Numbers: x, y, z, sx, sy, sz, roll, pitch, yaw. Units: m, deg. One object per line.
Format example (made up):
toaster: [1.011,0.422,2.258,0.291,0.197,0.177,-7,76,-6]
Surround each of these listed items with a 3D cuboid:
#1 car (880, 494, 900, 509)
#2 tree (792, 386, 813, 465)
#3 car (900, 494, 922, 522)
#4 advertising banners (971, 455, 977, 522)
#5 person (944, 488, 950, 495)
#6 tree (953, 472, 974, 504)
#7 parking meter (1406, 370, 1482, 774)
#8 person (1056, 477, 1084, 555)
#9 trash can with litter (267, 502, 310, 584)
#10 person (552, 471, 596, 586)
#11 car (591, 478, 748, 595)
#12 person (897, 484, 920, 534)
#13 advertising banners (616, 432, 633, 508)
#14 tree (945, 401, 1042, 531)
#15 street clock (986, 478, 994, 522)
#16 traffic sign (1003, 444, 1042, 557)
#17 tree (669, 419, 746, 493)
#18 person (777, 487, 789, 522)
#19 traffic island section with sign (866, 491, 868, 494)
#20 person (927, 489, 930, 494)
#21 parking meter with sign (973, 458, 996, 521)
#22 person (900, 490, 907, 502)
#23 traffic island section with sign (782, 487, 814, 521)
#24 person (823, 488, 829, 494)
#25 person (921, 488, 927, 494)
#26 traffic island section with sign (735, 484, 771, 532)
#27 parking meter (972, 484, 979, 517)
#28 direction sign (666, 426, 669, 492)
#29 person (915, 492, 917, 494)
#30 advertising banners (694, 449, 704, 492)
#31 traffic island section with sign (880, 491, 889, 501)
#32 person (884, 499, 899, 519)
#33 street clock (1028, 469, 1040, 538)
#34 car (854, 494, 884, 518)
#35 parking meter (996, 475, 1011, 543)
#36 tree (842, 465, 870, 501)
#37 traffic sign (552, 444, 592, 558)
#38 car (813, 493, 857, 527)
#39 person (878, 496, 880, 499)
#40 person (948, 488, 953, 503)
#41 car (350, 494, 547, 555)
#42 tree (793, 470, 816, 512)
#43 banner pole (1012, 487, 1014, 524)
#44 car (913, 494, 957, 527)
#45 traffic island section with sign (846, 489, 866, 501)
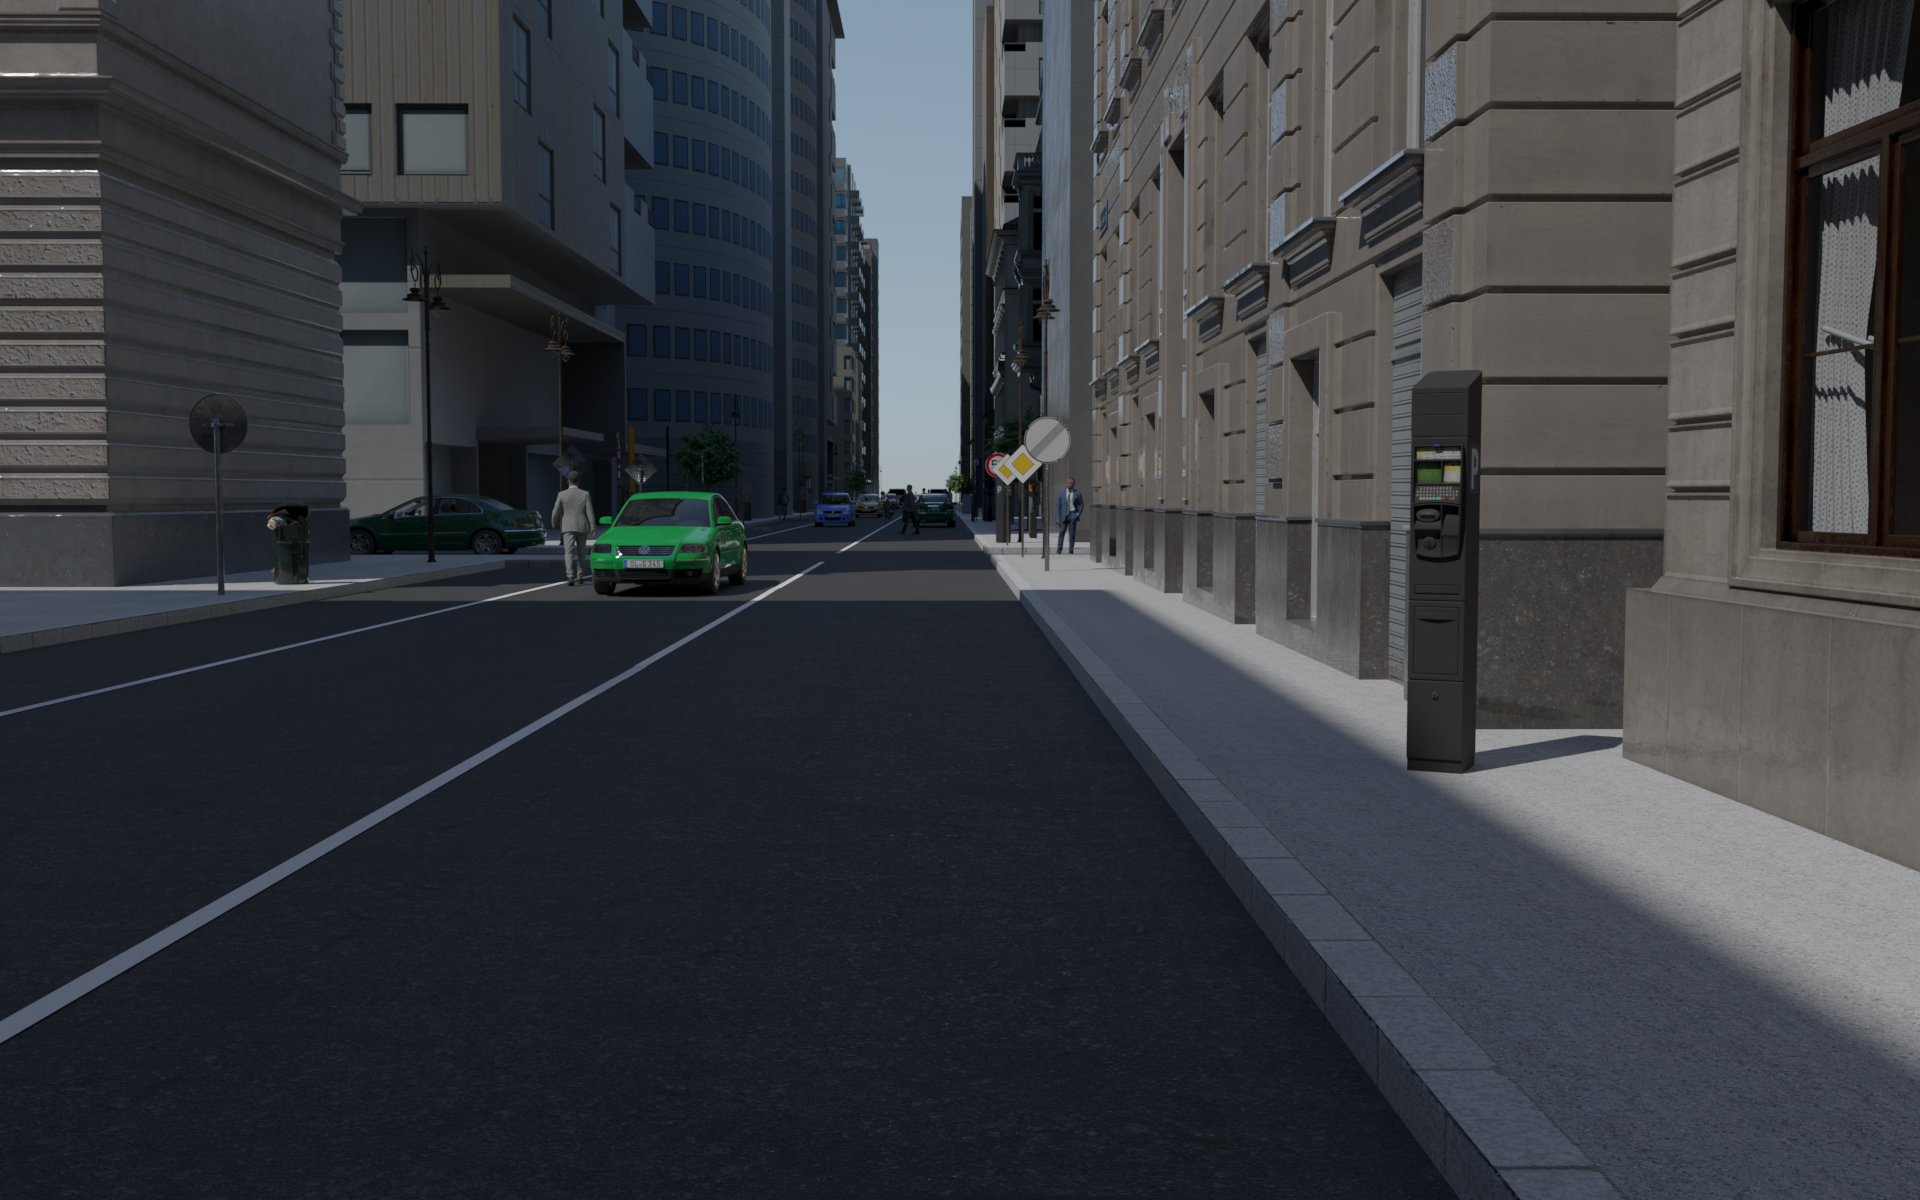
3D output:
car: [-6.673,-9.427,164.355,2.015,1.641,3.980,0,4,0]
tree: [-11.433,-9.845,111.328,4.360,8.622,3.978,0,3,0]
car: [-2.078,-4.834,90.831,2.131,1.459,4.920,0,4,0]
advertising banners: [0.632,-5.083,79.296,0.090,3.025,2.074,0,4,-5]
person: [-0.771,-6.174,109.703,0.793,1.790,0.793,-3,5,-42]
tree: [0.746,-8.900,140.120,1.663,3.219,1.824,0,3,0]
parking meter: [2.253,-0.143,8.057,0.255,1.863,0.399,2,4,27]
person: [2.411,-1.837,38.715,0.721,1.800,0.419,0,4,1]
trash can with litter: [-9.673,-0.820,24.791,0.624,1.170,1.055,-2,4,-33]
person: [-6.073,-1.130,27.250,0.678,1.792,0.850,-1,4,-13]
car: [-4.318,-1.060,26.121,1.959,1.807,4.718,0,4,1]
person: [-1.849,-3.240,61.864,0.834,1.777,0.661,0,4,-7]
advertising banners: [-9.605,-3.265,49.577,0.090,3.025,2.074,0,4,1]
tree: [2.351,-4.734,61.113,4.285,4.588,4.351,0,3,0]
street clock: [1.377,-4.611,79.966,0.358,2.002,0.471,-1,4,-20]
traffic sign: [1.267,-1.921,35.051,0.795,2.450,0.064,0,4,-1]
tree: [-11.096,-5.652,76.118,4.285,4.588,4.351,0,3,0]
person: [-9.014,-4.865,88.395,0.623,1.781,0.721,0,4,-4]
traffic island section with sign: [-9.337,-9.872,170.027,1.989,1.847,2.006,0,4,-1]
person: [-2.496,-7.984,139.017,1.348,1.826,0.705,3,5,40]
parking meter with sign: [1.478,-5.391,84.400,1.738,3.016,0.543,-3,4,-36]
person: [-4.792,-8.665,150.733,0.990,1.755,0.434,-1,4,-23]
traffic island section with sign: [-8.490,-5.141,92.677,1.989,1.847,2.006,0,4,-1]
person: [-7.878,-5.740,102.440,0.391,1.810,0.635,-3,5,-41]
person: [-1.929,-5.259,94.903,0.576,1.772,0.534,-2,4,-28]
traffic island section with sign: [-8.199,-3.492,65.724,1.989,1.847,2.006,0,4,-1]
parking meter: [0.869,-5.621,97.620,0.399,1.863,0.255,0,4,4]
direction sign: [-9.735,-4.020,57.719,0.379,3.537,0.876,-1,4,-14]
person: [-5.528,-12.810,218.647,1.217,1.736,0.721,-1,4,-20]
advertising banners: [-10.079,-4.329,66.960,0.090,3.025,2.074,0,4,2]
traffic island section with sign: [-10.227,-14.886,252.015,1.989,1.847,2.006,0,4,-1]
person: [-3.918,-5.128,97.836,1.012,1.151,0.738,-3,5,-43]
street clock: [2.136,-2.793,50.239,0.358,2.002,0.471,1,4,10]
car: [-5.634,-5.852,105.910,2.015,1.641,3.980,0,4,0]
parking meter: [1.143,-2.428,45.414,0.255,1.863,0.399,-2,4,-35]
tree: [-11.721,-12.941,195.295,4.285,4.588,4.351,0,3,0]
traffic sign: [-7.827,-1.916,34.973,0.795,2.450,0.064,0,4,-1]
car: [-5.542,-4.116,76.891,1.945,1.707,3.694,0,4,-1]
person: [-9.942,-12.078,209.161,0.799,1.438,0.628,2,4,29]
person: [-0.565,-5.262,94.870,0.374,1.781,0.599,1,4,11]
car: [-11.878,-1.675,39.188,4.920,1.459,2.131,0,4,-2]
tree: [-11.173,-8.090,126.878,1.663,3.219,1.824,0,3,0]
banner pole: [2.025,-5.083,73.130,0.863,3.779,0.401,1,4,13]
car: [-1.153,-3.940,76.209,2.131,1.459,4.920,0,4,-3]
traffic island section with sign: [-9.028,-8.199,142.681,1.989,1.847,2.006,0,4,-1]
